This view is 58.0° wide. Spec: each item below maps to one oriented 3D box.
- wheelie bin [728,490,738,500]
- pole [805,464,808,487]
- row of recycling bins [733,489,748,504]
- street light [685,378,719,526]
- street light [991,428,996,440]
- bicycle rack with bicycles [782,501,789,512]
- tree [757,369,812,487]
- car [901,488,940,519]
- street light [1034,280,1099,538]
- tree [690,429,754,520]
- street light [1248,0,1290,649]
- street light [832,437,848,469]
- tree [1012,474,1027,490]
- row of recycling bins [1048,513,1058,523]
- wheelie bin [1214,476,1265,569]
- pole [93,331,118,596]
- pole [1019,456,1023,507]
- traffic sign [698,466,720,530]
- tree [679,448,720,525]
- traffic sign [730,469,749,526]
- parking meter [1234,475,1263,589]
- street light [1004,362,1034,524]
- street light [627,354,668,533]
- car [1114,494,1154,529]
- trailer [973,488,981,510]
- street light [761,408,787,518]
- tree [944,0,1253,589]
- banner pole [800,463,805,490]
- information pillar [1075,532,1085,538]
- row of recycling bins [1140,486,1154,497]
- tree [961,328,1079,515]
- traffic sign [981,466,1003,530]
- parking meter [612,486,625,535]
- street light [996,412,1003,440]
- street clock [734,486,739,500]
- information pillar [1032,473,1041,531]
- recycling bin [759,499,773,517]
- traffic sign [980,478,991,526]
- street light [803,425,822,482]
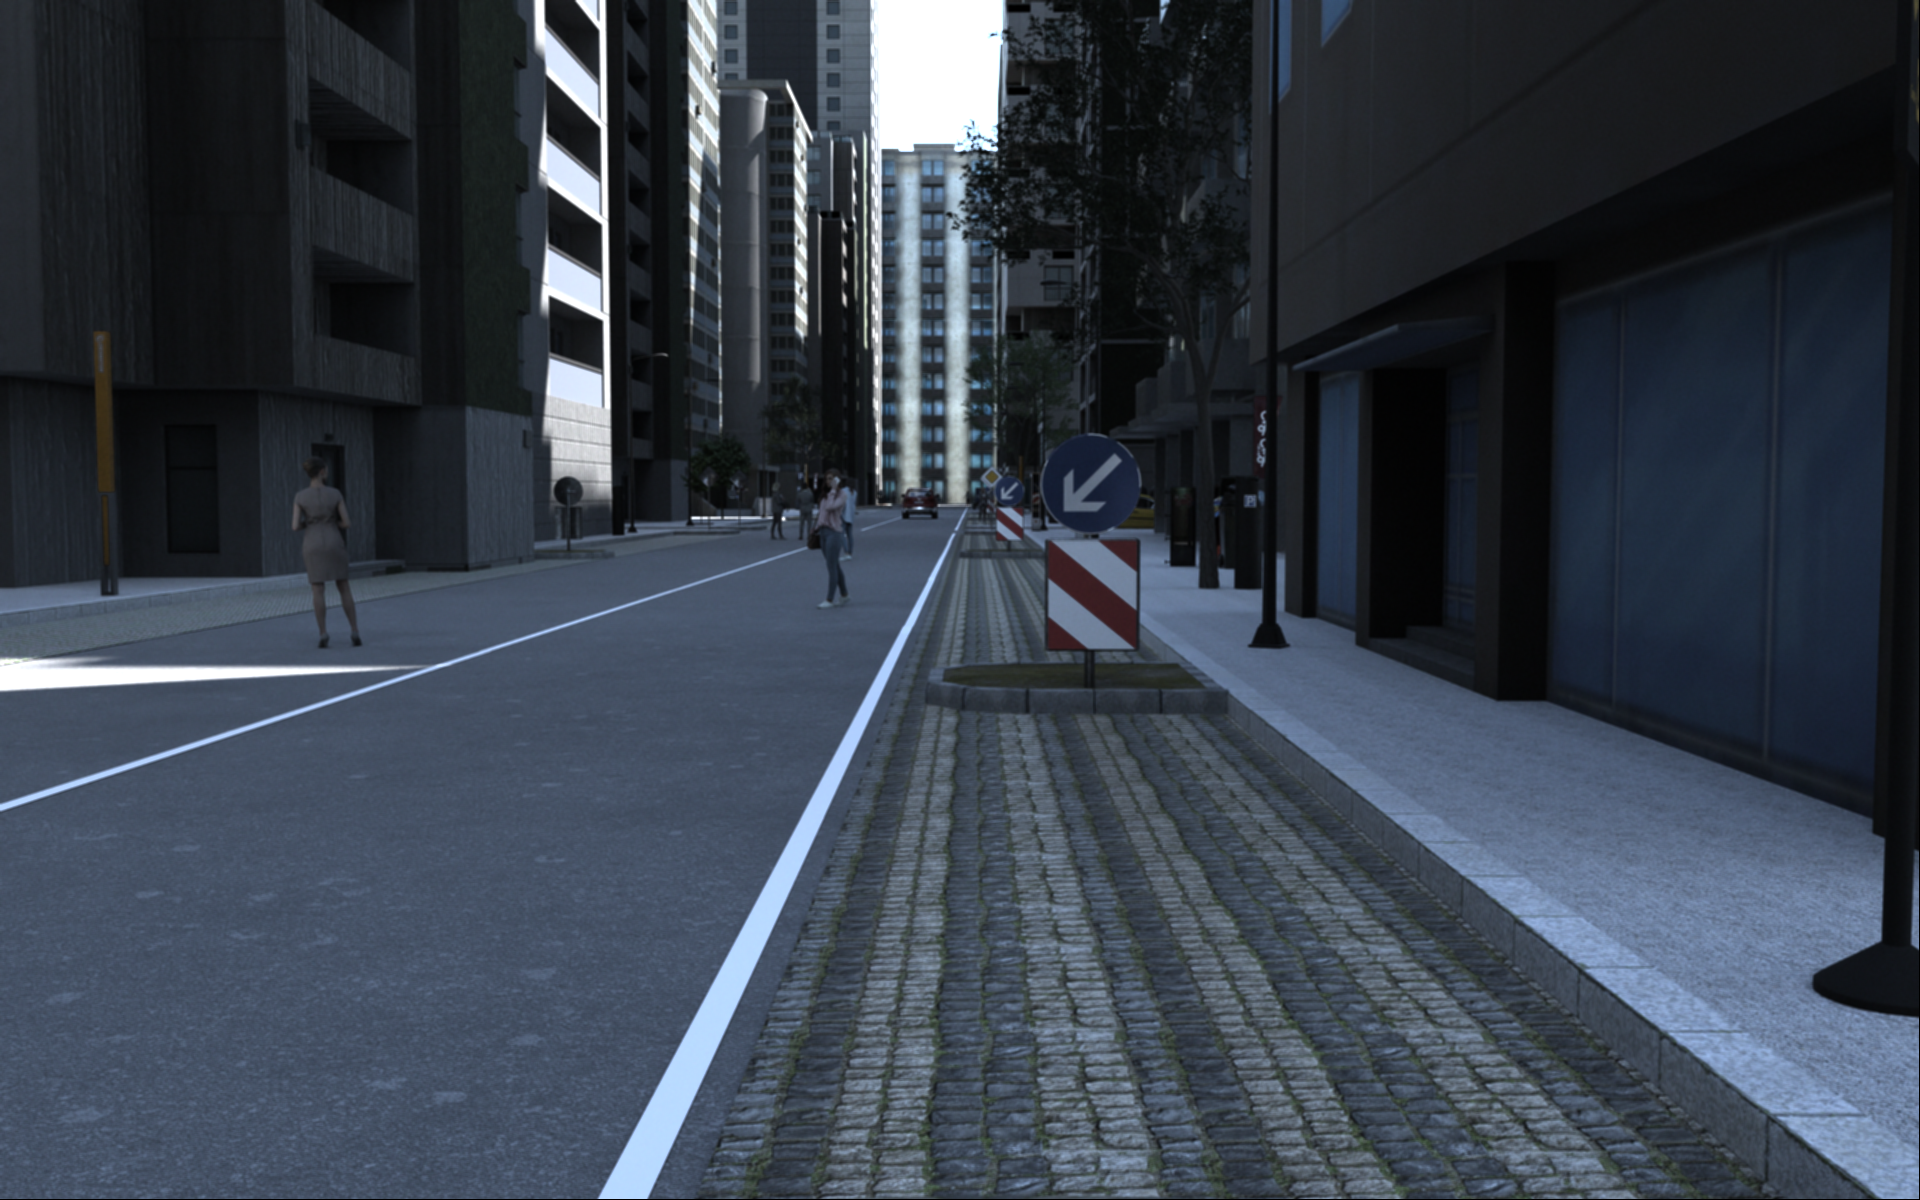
[{"bbox_3d":[-16.136,-6.998,122.328,0.980,1.594,0.693,-1,4,-9],"label":"wheelie bin"},{"bbox_3d":[-10.413,-7.568,117.582,0.158,3.312,0.155,0,3,0],"label":"pole"},{"bbox_3d":[-16.571,-7.627,131.813,3.534,1.692,1.069,0,4,7],"label":"row of recycling bins"},{"bbox_3d":[-10.346,-5.937,69.616,1.470,5.913,1.316,0,4,0],"label":"street light"},{"bbox_3d":[3.082,-9.092,121.192,1.470,5.913,1.316,0,4,0],"label":"street light"},{"bbox_3d":[-13.567,-6.905,126.279,2.852,0.926,2.925,3,5,41],"label":"bicycle rack with bicycles"},{"bbox_3d":[-11.699,-11.972,130.148,7.601,10.594,8.767,0,4,6],"label":"tree"},{"bbox_3d":[-2.343,-5.712,102.069,2.281,1.827,5.304,0,4,0],"label":"car"},{"bbox_3d":[2.435,-3.983,37.668,1.470,5.913,1.316,0,4,0],"label":"street light"},{"bbox_3d":[-11.982,-6.327,87.166,4.285,4.588,4.351,0,3,0],"label":"tree"},{"bbox_3d":[2.054,-2.559,14.382,1.470,5.913,1.316,0,4,0],"label":"street light"},{"bbox_3d":[-9.731,-10.241,139.987,1.470,5.913,1.316,0,4,0],"label":"street light"},{"bbox_3d":[4.927,-9.347,147.425,1.663,3.219,1.824,0,3,0],"label":"tree"},{"bbox_3d":[5.651,-4.217,76.069,3.534,1.692,1.069,0,4,-1],"label":"row of recycling bins"},{"bbox_3d":[4.843,-1.341,29.836,0.980,1.594,0.693,0,4,-1],"label":"wheelie bin"},{"bbox_3d":[-10.763,-1.711,21.823,0.158,3.312,0.155,0,3,0],"label":"pole"},{"bbox_3d":[3.256,-6.021,92.288,0.158,3.312,0.155,0,3,0],"label":"pole"},{"bbox_3d":[-8.912,-3.539,61.499,0.795,2.450,0.064,0,4,0],"label":"traffic sign"},{"bbox_3d":[-10.984,-4.772,72.631,1.663,3.219,1.824,0,3,0],"label":"tree"},{"bbox_3d":[-8.848,-4.027,69.484,0.795,2.450,0.064,0,4,0],"label":"traffic sign"},{"bbox_3d":[3.907,-0.919,23.436,0.372,1.533,0.369,0,3,0],"label":"parking meter"},{"bbox_3d":[2.402,-5.408,60.957,1.470,5.913,1.316,0,4,0],"label":"street light"},{"bbox_3d":[-10.374,-5.196,57.500,1.470,5.913,1.316,0,4,0],"label":"street light"},{"bbox_3d":[6.903,-3.350,65.004,3.980,1.641,2.015,0,4,2],"label":"car"},{"bbox_3d":[1.946,-9.340,159.753,1.471,1.999,3.904,0,4,2],"label":"trailer"},{"bbox_3d":[-10.032,-7.393,93.411,1.470,5.913,1.316,0,4,0],"label":"street light"},{"bbox_3d":[3.522,-5.456,23.616,8.767,10.594,7.601,1,4,18],"label":"tree"},{"bbox_3d":[-12.619,-9.152,139.645,0.863,3.779,0.401,0,4,3],"label":"banner pole"},{"bbox_3d":[3.127,-2.403,43.776,0.304,2.012,0.304,3,5,44],"label":"information pillar"},{"bbox_3d":[8.057,-4.578,81.963,3.534,1.692,1.069,0,4,-4],"label":"row of recycling bins"},{"bbox_3d":[3.831,-11.179,108.527,9.928,11.665,9.643,0,3,0],"label":"tree"},{"bbox_3d":[1.131,-3.532,61.398,0.795,2.450,0.064,0,4,0],"label":"traffic sign"},{"bbox_3d":[-10.649,-2.785,53.953,0.372,1.533,0.369,0,3,0],"label":"parking meter"},{"bbox_3d":[2.935,-7.667,97.904,1.470,5.913,1.316,0,4,0],"label":"street light"},{"bbox_3d":[-16.515,-7.548,127.972,0.358,2.002,0.471,1,4,11],"label":"street clock"},{"bbox_3d":[2.644,-3.391,59.942,0.304,2.012,0.304,0,4,8],"label":"information pillar"},{"bbox_3d":[-10.848,-5.199,97.553,0.722,1.027,0.722,1,4,21],"label":"recycling bin"},{"bbox_3d":[1.195,-4.021,69.383,0.795,2.450,0.064,0,4,0],"label":"traffic sign"},{"bbox_3d":[-9.997,-8.817,116.700,1.470,5.913,1.316,0,4,0],"label":"street light"}]
